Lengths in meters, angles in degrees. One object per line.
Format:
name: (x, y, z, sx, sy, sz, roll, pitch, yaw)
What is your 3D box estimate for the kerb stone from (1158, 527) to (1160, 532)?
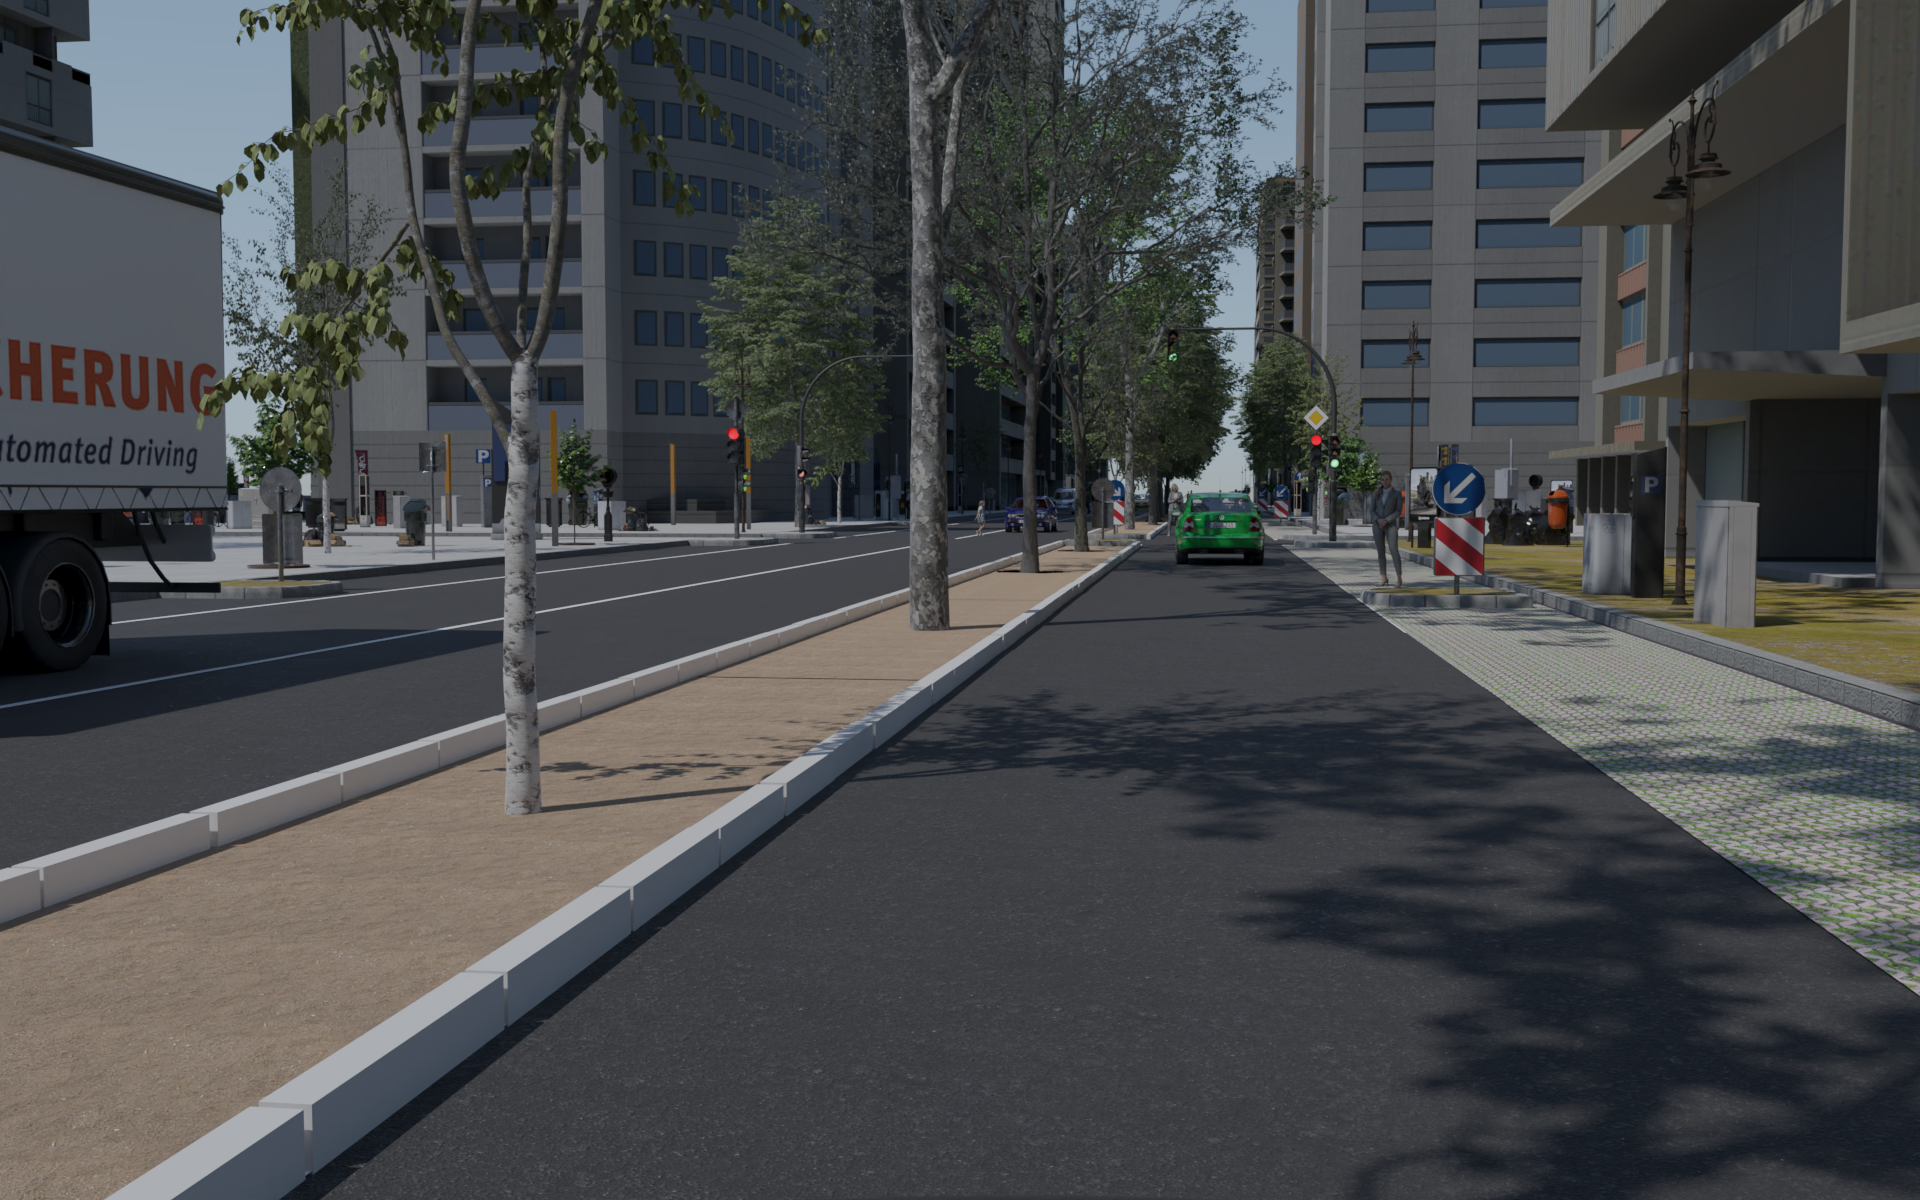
kerb stone: (7.059, -2.464, 62.483, 0.120, 0.150, 1.000, 1, 4, 8)

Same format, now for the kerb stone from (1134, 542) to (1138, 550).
kerb stone: (4.359, -1.317, 43.730, 0.120, 0.150, 1.000, 1, 4, 8)

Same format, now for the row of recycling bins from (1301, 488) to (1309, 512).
row of recycling bins: (24.900, -7.236, 125.413, 1.069, 1.692, 3.534, 1, 4, 9)

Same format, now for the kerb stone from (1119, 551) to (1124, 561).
kerb stone: (3.327, -0.882, 36.610, 0.120, 0.150, 1.000, 1, 4, 8)

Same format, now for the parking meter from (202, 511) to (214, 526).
parking meter: (-27.623, -3.375, 63.589, 0.372, 1.533, 0.369, 0, 3, 0)

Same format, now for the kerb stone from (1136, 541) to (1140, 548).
kerb stone: (4.510, -1.379, 44.741, 0.120, 0.150, 1.000, 1, 4, 8)

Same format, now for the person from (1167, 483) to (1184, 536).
person: (7.339, -3.073, 58.925, 0.537, 1.800, 0.526, 1, 4, 16)

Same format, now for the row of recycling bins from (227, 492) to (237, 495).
row of recycling bins: (-47.526, -6.570, 114.528, 1.069, 1.692, 3.534, 2, 4, 28)

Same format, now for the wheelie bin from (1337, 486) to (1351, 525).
wheelie bin: (15.611, -3.871, 71.203, 0.980, 1.594, 0.693, 3, 4, 36)

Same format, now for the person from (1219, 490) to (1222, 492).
person: (23.912, -9.204, 159.004, 0.705, 1.821, 1.348, 0, 4, -4)

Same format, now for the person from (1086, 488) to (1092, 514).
person: (9.231, -7.120, 124.826, 0.656, 1.842, 0.836, 2, 4, 26)

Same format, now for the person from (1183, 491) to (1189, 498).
person: (24.139, -10.660, 183.316, 1.217, 1.766, 0.721, 1, 4, 20)

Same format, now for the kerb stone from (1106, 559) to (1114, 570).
kerb stone: (2.750, -0.627, 32.549, 0.120, 0.150, 1.000, 1, 4, 8)

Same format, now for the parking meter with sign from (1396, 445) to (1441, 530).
parking meter with sign: (16.197, -4.002, 61.689, 1.738, 3.016, 0.543, 1, 4, 12)

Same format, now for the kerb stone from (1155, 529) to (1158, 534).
kerb stone: (6.623, -2.278, 59.445, 0.120, 0.150, 1.000, 1, 4, 8)

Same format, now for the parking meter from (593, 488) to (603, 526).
parking meter: (-14.379, -3.698, 68.867, 0.372, 1.533, 0.369, 0, 3, 0)

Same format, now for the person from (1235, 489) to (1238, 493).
person: (20.392, -7.266, 127.568, 0.850, 1.792, 0.678, -1, 4, -10)

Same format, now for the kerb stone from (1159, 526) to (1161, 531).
kerb stone: (7.204, -2.526, 63.494, 0.120, 0.150, 1.000, 1, 4, 8)

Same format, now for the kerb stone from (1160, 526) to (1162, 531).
kerb stone: (7.358, -2.588, 64.511, 0.120, 0.150, 1.000, 1, 4, 8)

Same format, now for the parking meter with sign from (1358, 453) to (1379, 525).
parking meter with sign: (17.452, -4.719, 73.412, 0.543, 3.016, 1.738, 3, 4, 37)

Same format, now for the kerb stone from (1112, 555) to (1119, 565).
kerb stone: (3.036, -0.755, 34.578, 0.120, 0.150, 1.000, 1, 4, 8)

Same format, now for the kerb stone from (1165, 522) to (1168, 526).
kerb stone: (8.532, -3.085, 72.629, 0.120, 0.150, 1.000, 1, 4, 8)

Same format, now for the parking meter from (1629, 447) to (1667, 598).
parking meter: (8.488, -0.960, 21.399, 0.399, 1.863, 0.255, 1, 4, 10)

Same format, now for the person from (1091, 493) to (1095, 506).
person: (15.573, -11.921, 203.043, 1.348, 1.869, 0.705, 1, 4, 10)

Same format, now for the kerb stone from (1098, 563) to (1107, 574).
kerb stone: (2.457, -0.506, 30.520, 0.120, 0.150, 1.000, 1, 4, 8)

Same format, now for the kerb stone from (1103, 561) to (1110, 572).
kerb stone: (2.600, -0.571, 31.537, 0.120, 0.150, 1.000, 1, 4, 8)

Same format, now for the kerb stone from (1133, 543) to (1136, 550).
kerb stone: (4.209, -1.255, 42.713, 0.120, 0.150, 1.000, 1, 4, 8)

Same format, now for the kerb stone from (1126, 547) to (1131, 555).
kerb stone: (3.773, -1.068, 39.658, 0.120, 0.150, 1.000, 1, 4, 8)

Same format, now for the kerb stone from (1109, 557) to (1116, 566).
kerb stone: (2.892, -0.694, 33.565, 0.120, 0.150, 1.000, 1, 4, 8)

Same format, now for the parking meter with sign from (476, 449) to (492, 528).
parking meter with sign: (-18.228, -4.305, 66.652, 0.543, 3.016, 1.738, -1, 4, -22)

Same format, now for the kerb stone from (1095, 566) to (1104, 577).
kerb stone: (2.311, -0.439, 29.496, 0.120, 0.150, 1.000, 1, 4, 8)

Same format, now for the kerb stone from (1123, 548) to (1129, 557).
kerb stone: (3.624, -1.006, 38.647, 0.120, 0.150, 1.000, 1, 4, 8)

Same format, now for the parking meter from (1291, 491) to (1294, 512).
parking meter: (23.929, -7.084, 124.239, 0.372, 1.533, 0.369, 0, 3, 0)

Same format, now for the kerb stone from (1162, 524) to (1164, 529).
kerb stone: (7.791, -2.773, 67.554, 0.120, 0.150, 1.000, 1, 4, 8)

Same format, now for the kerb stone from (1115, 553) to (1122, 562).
kerb stone: (3.184, -0.819, 35.592, 0.120, 0.150, 1.000, 1, 4, 8)

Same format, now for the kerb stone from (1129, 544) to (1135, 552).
kerb stone: (4.067, -1.192, 41.691, 0.120, 0.150, 1.000, 1, 4, 8)

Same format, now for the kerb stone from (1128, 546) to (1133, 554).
kerb stone: (3.918, -1.130, 40.674, 0.120, 0.150, 1.000, 1, 4, 8)

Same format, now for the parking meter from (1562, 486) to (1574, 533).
parking meter: (19.815, -2.940, 56.481, 0.372, 1.533, 0.369, 0, 3, 0)

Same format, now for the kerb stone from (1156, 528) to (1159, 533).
kerb stone: (6.775, -2.340, 60.456, 0.120, 0.150, 1.000, 1, 4, 8)

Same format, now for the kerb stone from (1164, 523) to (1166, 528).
kerb stone: (8.237, -2.961, 70.607, 0.120, 0.150, 1.000, 1, 4, 8)

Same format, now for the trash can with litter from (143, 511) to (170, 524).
trash can with litter: (-21.572, -2.164, 46.762, 0.624, 1.170, 1.055, 0, 4, -3)

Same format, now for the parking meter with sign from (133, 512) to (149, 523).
parking meter with sign: (-35.968, -4.929, 76.845, 0.543, 3.016, 1.738, 1, 4, 16)

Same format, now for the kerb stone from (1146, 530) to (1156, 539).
kerb stone: (6.326, -2.151, 57.411, 0.120, 0.150, 1.000, 1, 4, 8)

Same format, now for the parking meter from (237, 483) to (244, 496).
parking meter: (-37.671, -5.199, 90.713, 0.255, 1.863, 0.399, 0, 4, 0)

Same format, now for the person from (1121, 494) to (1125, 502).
person: (9.686, -5.732, 102.028, 0.655, 1.846, 0.447, -2, 4, -32)

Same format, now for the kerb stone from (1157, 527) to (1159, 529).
kerb stone: (6.916, -2.401, 61.469, 0.120, 0.150, 1.000, 1, 4, 8)

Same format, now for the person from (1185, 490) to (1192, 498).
person: (22.935, -9.990, 171.806, 1.348, 1.831, 0.705, 1, 4, 22)

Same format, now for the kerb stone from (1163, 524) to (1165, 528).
kerb stone: (7.949, -2.836, 68.567, 0.120, 0.150, 1.000, 1, 4, 8)

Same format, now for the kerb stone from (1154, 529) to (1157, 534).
kerb stone: (6.477, -2.216, 58.429, 0.120, 0.150, 1.000, 1, 4, 8)

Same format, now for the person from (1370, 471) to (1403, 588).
person: (6.525, -1.086, 26.528, 0.520, 1.790, 0.573, 1, 4, 17)

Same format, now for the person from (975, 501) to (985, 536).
person: (0.674, -2.776, 58.906, 0.382, 1.210, 0.505, 0, 4, -4)

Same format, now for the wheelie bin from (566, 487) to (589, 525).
wheelie bin: (-15.622, -3.857, 70.963, 0.693, 1.594, 0.980, 3, 5, 44)

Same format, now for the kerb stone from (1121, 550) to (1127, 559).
kerb stone: (3.490, -0.944, 37.629, 0.120, 0.150, 1.000, 1, 4, 8)
